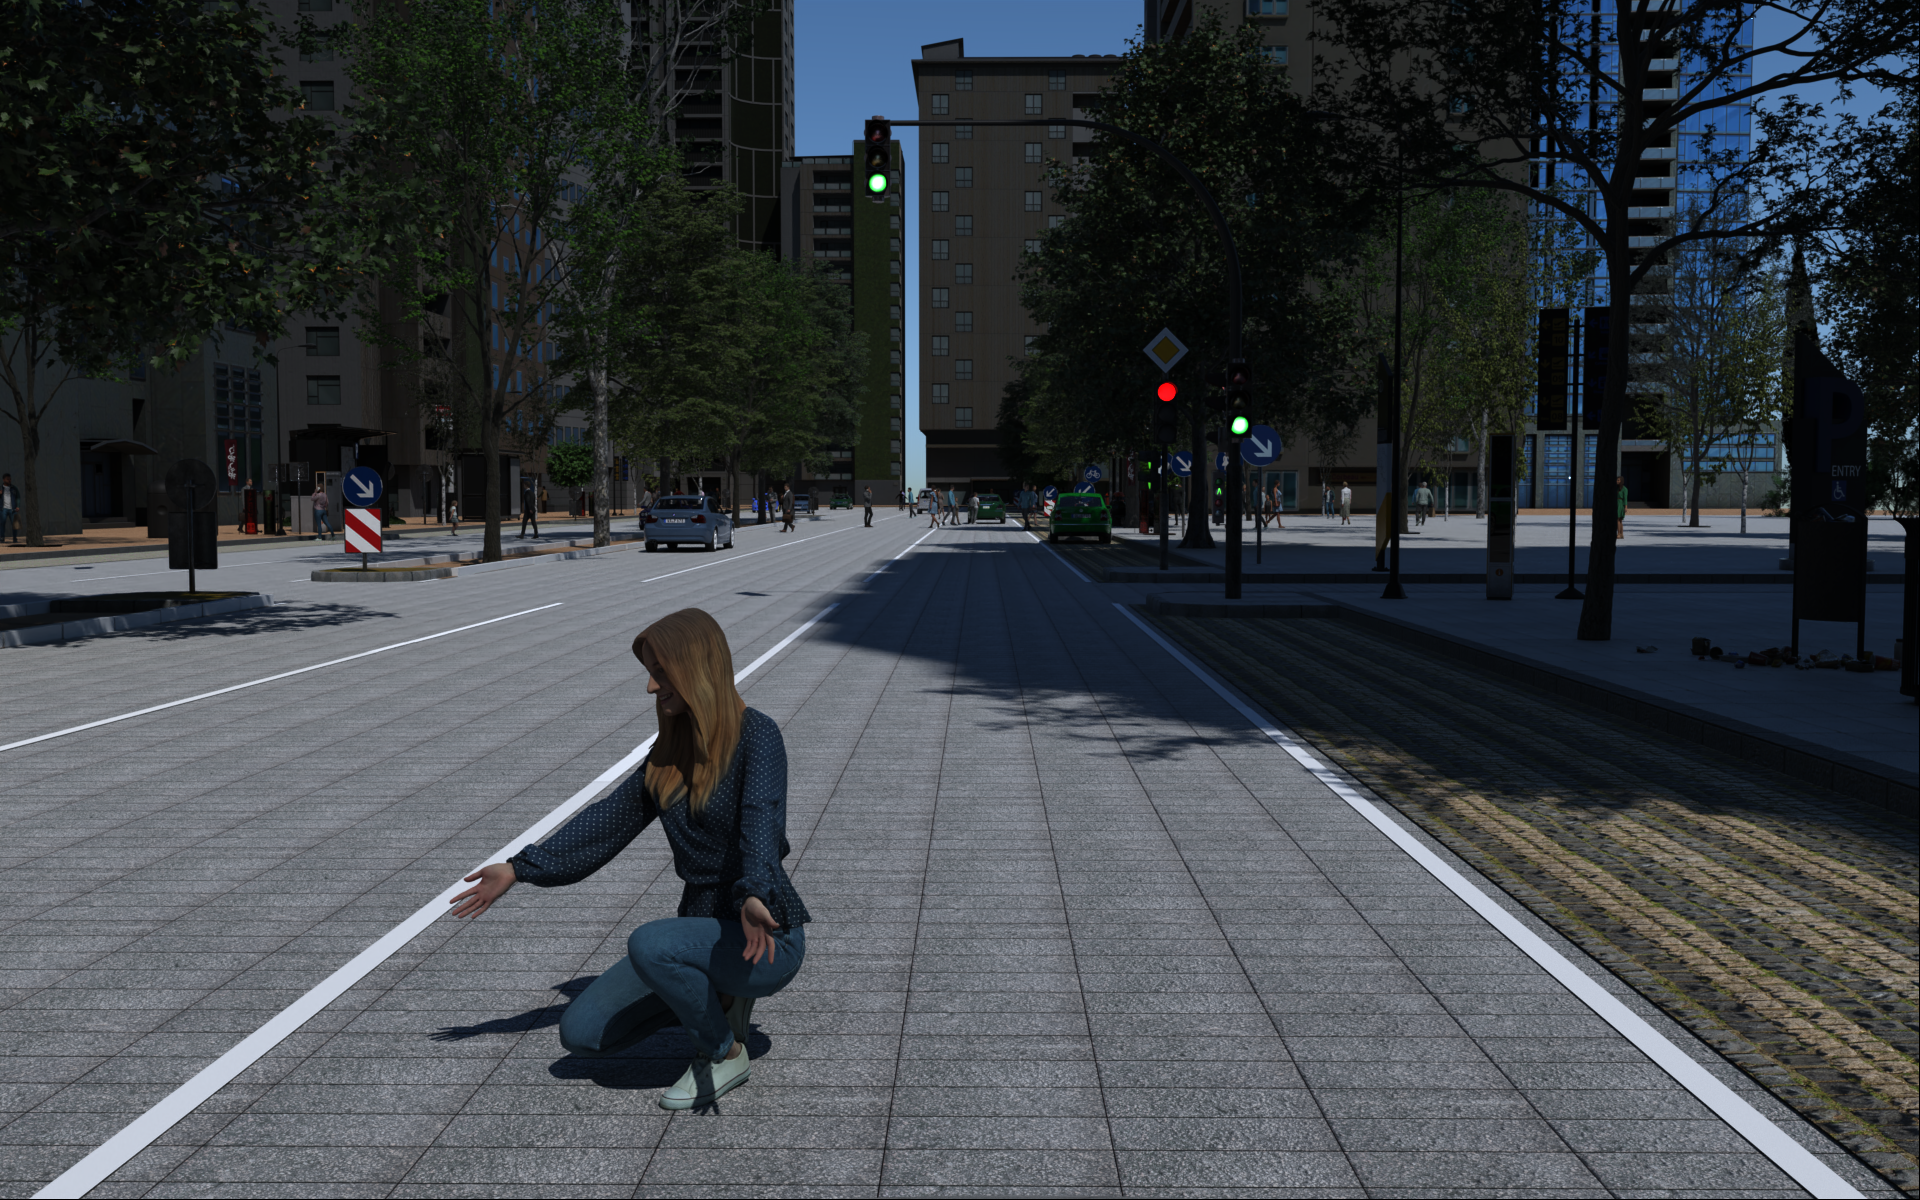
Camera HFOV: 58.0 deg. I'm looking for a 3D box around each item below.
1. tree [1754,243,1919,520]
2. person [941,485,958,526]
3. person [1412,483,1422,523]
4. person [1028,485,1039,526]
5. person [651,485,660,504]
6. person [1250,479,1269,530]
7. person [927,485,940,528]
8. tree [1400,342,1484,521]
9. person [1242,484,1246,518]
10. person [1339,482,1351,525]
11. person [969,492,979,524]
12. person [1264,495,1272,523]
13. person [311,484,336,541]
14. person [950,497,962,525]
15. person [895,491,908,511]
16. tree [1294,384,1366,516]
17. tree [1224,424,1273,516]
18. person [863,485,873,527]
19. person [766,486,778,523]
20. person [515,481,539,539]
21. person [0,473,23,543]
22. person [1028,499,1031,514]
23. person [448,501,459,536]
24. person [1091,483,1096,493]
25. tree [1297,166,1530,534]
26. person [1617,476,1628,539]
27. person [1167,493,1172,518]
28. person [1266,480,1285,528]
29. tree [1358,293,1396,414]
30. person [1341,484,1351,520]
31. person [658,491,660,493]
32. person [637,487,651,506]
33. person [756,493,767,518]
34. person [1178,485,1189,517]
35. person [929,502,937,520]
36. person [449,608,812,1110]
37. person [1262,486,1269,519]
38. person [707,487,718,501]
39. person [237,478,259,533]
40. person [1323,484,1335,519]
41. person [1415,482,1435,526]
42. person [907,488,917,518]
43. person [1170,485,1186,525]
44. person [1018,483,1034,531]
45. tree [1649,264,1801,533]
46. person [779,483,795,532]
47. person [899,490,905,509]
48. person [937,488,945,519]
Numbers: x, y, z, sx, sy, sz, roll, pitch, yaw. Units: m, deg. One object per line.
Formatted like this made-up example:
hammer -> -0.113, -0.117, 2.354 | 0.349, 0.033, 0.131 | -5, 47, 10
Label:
tree -> 48.577, -11.432, 88.735 | 13.155, 14.587, 18.604 | -3, 4, -38
person -> -0.448, -4.304, 78.734 | 0.748, 1.841, 0.638 | 1, 4, 19
person -> 20.399, -4.316, 76.947 | 0.601, 1.785, 0.444 | 3, 5, 43
person -> 3.252, -4.212, 77.382 | 0.654, 1.822, 0.581 | 2, 4, 25
person -> -11.528, -3.517, 66.341 | 0.599, 1.781, 0.374 | 2, 4, 25
person -> 10.639, -3.391, 61.499 | 0.620, 1.820, 0.660 | 0, 4, -5
person -> -1.059, -3.937, 72.957 | 0.616, 1.811, 0.778 | -3, 5, -39
tree -> 22.696, -8.018, 81.453 | 4.360, 8.622, 3.978 | 0, 3, 0
person -> 15.384, -5.317, 93.158 | 0.709, 1.800, 0.728 | 2, 4, 25
person -> 16.078, -4.028, 72.128 | 0.478, 1.798, 0.641 | 0, 4, -7
person -> 0.658, -4.334, 81.952 | 0.503, 1.515, 0.523 | -1, 4, -10
person -> 13.506, -3.990, 75.946 | 0.362, 1.253, 0.373 | 2, 4, 31
person -> -19.381, -2.671, 52.760 | 0.643, 1.750, 0.593 | 1, 4, 12
person -> -0.223, -4.130, 80.292 | 0.640, 1.303, 0.475 | -3, 5, -44
person -> -5.027, -8.541, 148.969 | 1.217, 1.723, 0.721 | 2, 4, 23
tree -> 21.505, -9.221, 101.130 | 4.360, 8.622, 3.978 | 0, 3, 0
tree -> 16.509, -9.143, 99.852 | 4.737, 8.622, 4.395 | 0, 3, 0
person -> -3.949, -4.035, 74.658 | 0.473, 1.802, 0.592 | 1, 4, 20
person -> -8.649, -4.308, 79.133 | 0.606, 1.804, 0.583 | 1, 4, 20
person -> -13.830, -2.878, 55.333 | 0.755, 1.850, 0.659 | 1, 4, 16
person -> -24.840, -2.401, 45.280 | 0.794, 1.824, 0.713 | -1, 4, -9
person -> 4.768, -6.776, 122.510 | 0.991, 1.433, 0.599 | 0, 4, -1
person -> -17.349, -2.791, 59.153 | 0.382, 1.210, 0.505 | -3, 4, -39
person -> 6.114, -4.510, 80.199 | 0.534, 1.772, 0.576 | 3, 5, 40
tree -> 14.128, -7.925, 55.334 | 9.928, 11.665, 9.643 | 0, 3, 0
person -> 18.892, -2.648, 49.581 | 0.529, 1.795, 0.600 | -2, 4, -35
person -> 10.937, -5.312, 92.810 | 0.836, 1.842, 0.656 | 0, 4, 0
person -> 11.860, -3.611, 65.173 | 0.778, 1.811, 0.616 | 1, 4, 17
tree -> 16.404, -6.900, 63.175 | 4.737, 8.622, 4.395 | 0, 3, 0
person -> 18.849, -4.811, 84.707 | 0.555, 1.821, 0.388 | 1, 4, 15
person -> -18.004, -5.826, 103.943 | 0.721, 1.800, 0.419 | 2, 4, 24
person -> -14.914, -4.516, 82.609 | 0.850, 1.792, 0.678 | 1, 4, 18
person -> -11.831, -5.779, 103.268 | 0.520, 1.790, 0.573 | -3, 4, -37
person -> 12.464, -5.579, 97.104 | 0.795, 1.843, 0.661 | -1, 4, -20
person -> -1.439, -5.228, 96.579 | 0.503, 1.515, 0.523 | 2, 4, 28
person -> -0.650, 0.604, 4.118 | 0.738, 1.151, 1.012 | -3, 5, -41
person -> 15.663, -5.054, 89.679 | 0.512, 1.701, 0.522 | -3, 4, -37
person -> -13.479, -5.221, 93.849 | 0.794, 1.824, 0.713 | 1, 4, 17
person -> -23.452, -3.121, 57.168 | 0.767, 1.812, 0.694 | 0, 4, 7
person -> 19.146, -5.103, 89.829 | 0.623, 1.781, 0.721 | 1, 4, 18
person -> 18.696, -3.856, 69.566 | 0.782, 1.767, 0.515 | 0, 4, 8
person -> -2.844, -5.748, 102.491 | 0.620, 1.820, 0.660 | 0, 4, -5
person -> 8.945, -4.013, 71.020 | 0.648, 1.900, 0.474 | 1, 4, 9
person -> 2.603, -3.582, 66.936 | 0.638, 1.841, 0.748 | 3, 5, 44
tree -> 25.710, -6.493, 56.517 | 4.737, 8.622, 4.395 | 0, 3, 0
person -> -6.422, -3.442, 64.745 | 0.822, 1.834, 0.622 | -3, 5, -42
person -> -5.519, -9.475, 163.281 | 0.599, 1.838, 0.709 | 2, 4, 35
person -> -1.130, -5.464, 98.169 | 0.599, 1.781, 0.374 | -1, 4, -10
